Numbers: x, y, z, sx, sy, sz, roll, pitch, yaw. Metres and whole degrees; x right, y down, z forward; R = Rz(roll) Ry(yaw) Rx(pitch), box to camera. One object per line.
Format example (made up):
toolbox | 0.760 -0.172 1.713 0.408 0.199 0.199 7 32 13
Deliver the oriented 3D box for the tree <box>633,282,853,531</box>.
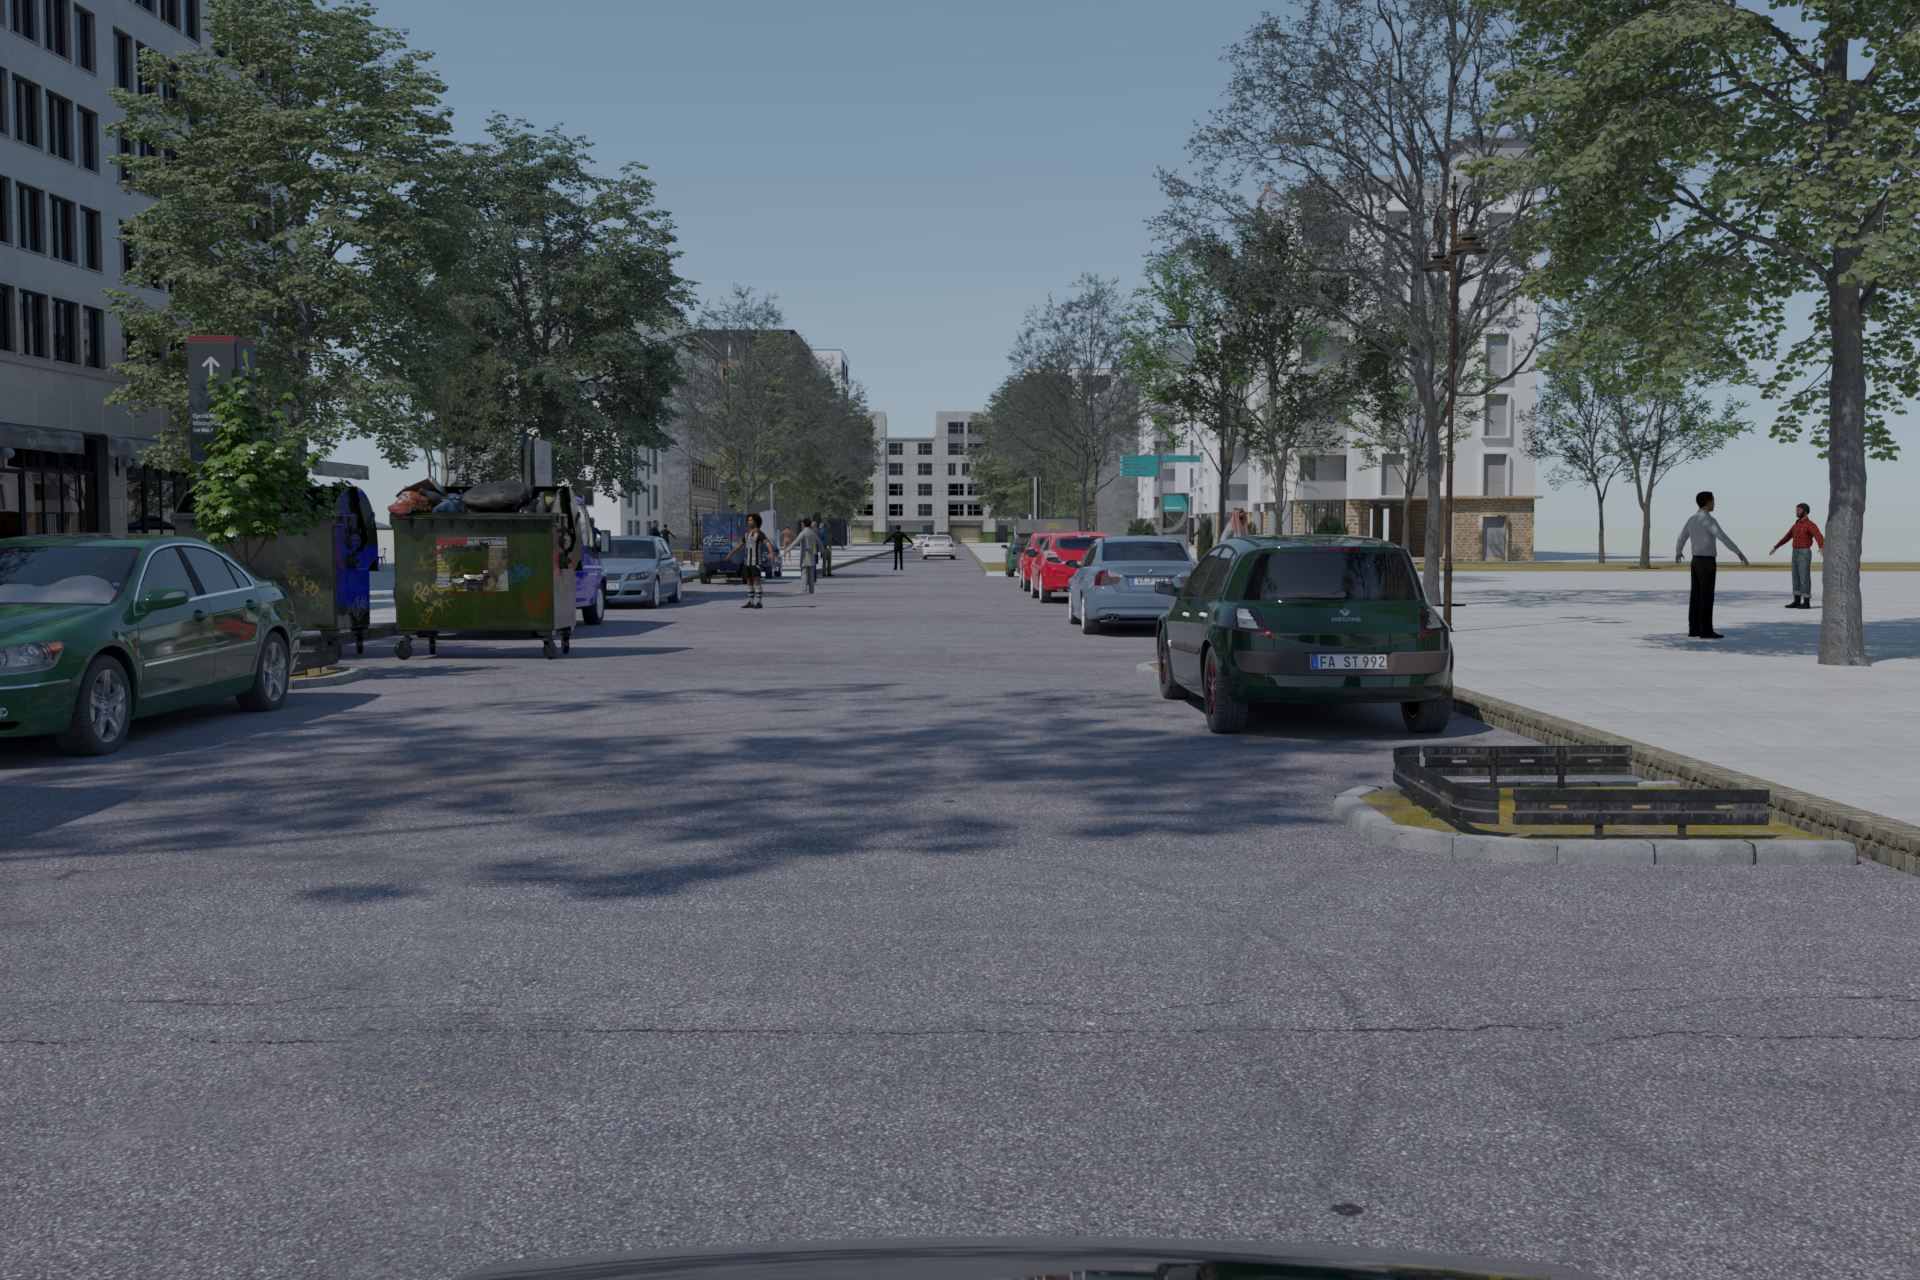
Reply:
tree | -10.320 -10.614 83.901 12.009 13.543 11.850 0 3 0

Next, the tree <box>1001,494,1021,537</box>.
tree | 4.789 -12.633 156.911 4.360 8.622 3.978 0 3 0

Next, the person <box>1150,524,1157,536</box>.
person | 9.509 -4.962 87.094 1.349 1.833 0.705 -3 5 -41

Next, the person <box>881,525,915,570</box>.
person | -2.446 -3.675 68.730 1.347 1.806 0.705 -1 4 -13

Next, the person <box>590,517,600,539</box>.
person | -12.150 -3.142 57.248 1.347 1.842 0.705 -3 4 -37

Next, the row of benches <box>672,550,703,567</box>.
row of benches | -10.065 -3.220 68.115 4.104 0.672 1.422 0 4 -6

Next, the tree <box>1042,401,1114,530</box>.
tree | 5.820 -8.841 94.913 4.360 8.622 3.978 0 3 0

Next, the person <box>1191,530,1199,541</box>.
person | 13.281 -5.447 95.195 1.346 1.812 0.704 -1 4 -20

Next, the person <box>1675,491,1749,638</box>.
person | 9.223 -0.934 21.421 0.704 1.810 1.344 -1 4 -12

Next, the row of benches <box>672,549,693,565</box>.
row of benches | -12.704 -3.477 72.305 4.104 0.672 1.422 3 4 37

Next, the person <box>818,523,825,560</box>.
person | -6.928 -4.928 86.703 0.704 1.817 1.347 -2 4 -29

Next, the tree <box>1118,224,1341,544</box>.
tree | 8.760 -8.015 56.799 9.928 11.665 9.643 0 3 0

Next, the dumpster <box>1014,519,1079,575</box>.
dumpster | 2.533 -2.573 50.292 1.865 1.857 1.264 0 4 -1

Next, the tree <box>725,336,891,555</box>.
tree | -9.868 -12.118 108.505 12.009 13.543 11.850 0 3 0

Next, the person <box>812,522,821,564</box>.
person | -6.223 -4.145 73.903 0.705 1.813 1.348 2 4 29

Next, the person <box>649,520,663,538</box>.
person | -11.156 -3.514 63.677 0.704 1.802 1.346 1 4 13

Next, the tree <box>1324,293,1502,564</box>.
tree | 19.110 -9.025 73.311 9.928 11.665 9.643 0 3 0

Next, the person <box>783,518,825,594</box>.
person | -3.682 -2.006 41.449 0.705 1.806 1.347 3 5 40

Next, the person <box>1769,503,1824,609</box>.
person | 14.395 -1.442 29.679 0.704 1.816 1.345 -1 4 -11

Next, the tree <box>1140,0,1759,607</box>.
tree | 8.388 -7.336 30.321 12.009 13.543 11.850 0 3 0

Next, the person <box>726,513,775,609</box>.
person | -3.984 -1.511 33.299 1.345 1.843 0.704 3 5 42

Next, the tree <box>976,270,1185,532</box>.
tree | 5.834 -10.367 79.878 12.009 13.543 11.850 0 3 0

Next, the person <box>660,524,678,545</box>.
person | -16.188 -5.468 95.329 1.347 1.837 0.705 1 4 11

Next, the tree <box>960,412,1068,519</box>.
tree | 5.215 -14.427 146.255 12.009 13.543 11.850 0 3 0

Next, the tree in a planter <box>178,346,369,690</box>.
tree in a planter | -6.885 -1.190 16.671 1.991 3.239 1.994 0 3 0

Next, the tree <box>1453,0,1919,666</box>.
tree | 8.310 -6.015 16.466 7.486 12.596 7.792 0 3 0

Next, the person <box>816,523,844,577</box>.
person | -4.462 -3.031 58.287 1.348 1.796 0.705 -3 5 -44

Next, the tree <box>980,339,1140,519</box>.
tree | 5.815 -12.003 106.620 12.009 13.543 11.850 0 3 0

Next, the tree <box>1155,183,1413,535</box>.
tree | 8.641 -6.782 45.306 7.601 10.594 8.767 -2 4 -30

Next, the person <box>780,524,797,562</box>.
person | -8.070 -4.527 80.815 1.217 1.733 0.721 -1 4 -11

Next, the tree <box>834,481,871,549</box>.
tree | -9.654 -12.397 153.058 4.737 8.622 4.395 0 3 0

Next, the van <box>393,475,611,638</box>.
van | -6.600 -1.298 25.613 2.240 2.365 5.245 0 3 0

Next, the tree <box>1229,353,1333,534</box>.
tree | 12.502 -7.142 67.141 4.360 8.622 3.978 0 3 0

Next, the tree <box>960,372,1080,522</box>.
tree | 4.990 -13.791 132.139 9.857 13.997 8.962 0 3 0

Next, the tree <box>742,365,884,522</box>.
tree | -10.459 -12.910 121.452 12.009 13.543 11.850 0 3 0

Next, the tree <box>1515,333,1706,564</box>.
tree | 28.149 -8.624 75.408 8.767 10.594 7.601 2 4 30

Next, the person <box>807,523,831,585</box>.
person | -4.200 -2.418 48.459 1.216 1.772 0.721 0 4 4

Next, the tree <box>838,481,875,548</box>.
tree | -10.101 -12.749 158.807 4.737 8.622 4.395 0 3 0

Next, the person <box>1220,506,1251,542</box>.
person | 5.302 -1.638 32.926 1.347 1.811 0.704 -3 5 -44

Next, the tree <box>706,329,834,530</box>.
tree | -10.763 -10.906 96.446 7.486 12.596 7.792 0 3 0

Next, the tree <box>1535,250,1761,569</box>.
tree | 25.212 -8.434 63.645 9.928 11.665 9.643 0 3 0

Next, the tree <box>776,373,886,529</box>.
tree | -10.338 -13.832 132.815 9.857 13.997 8.962 0 3 0

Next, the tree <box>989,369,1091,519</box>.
tree | 5.324 -12.301 119.256 7.486 12.596 7.792 0 3 0
